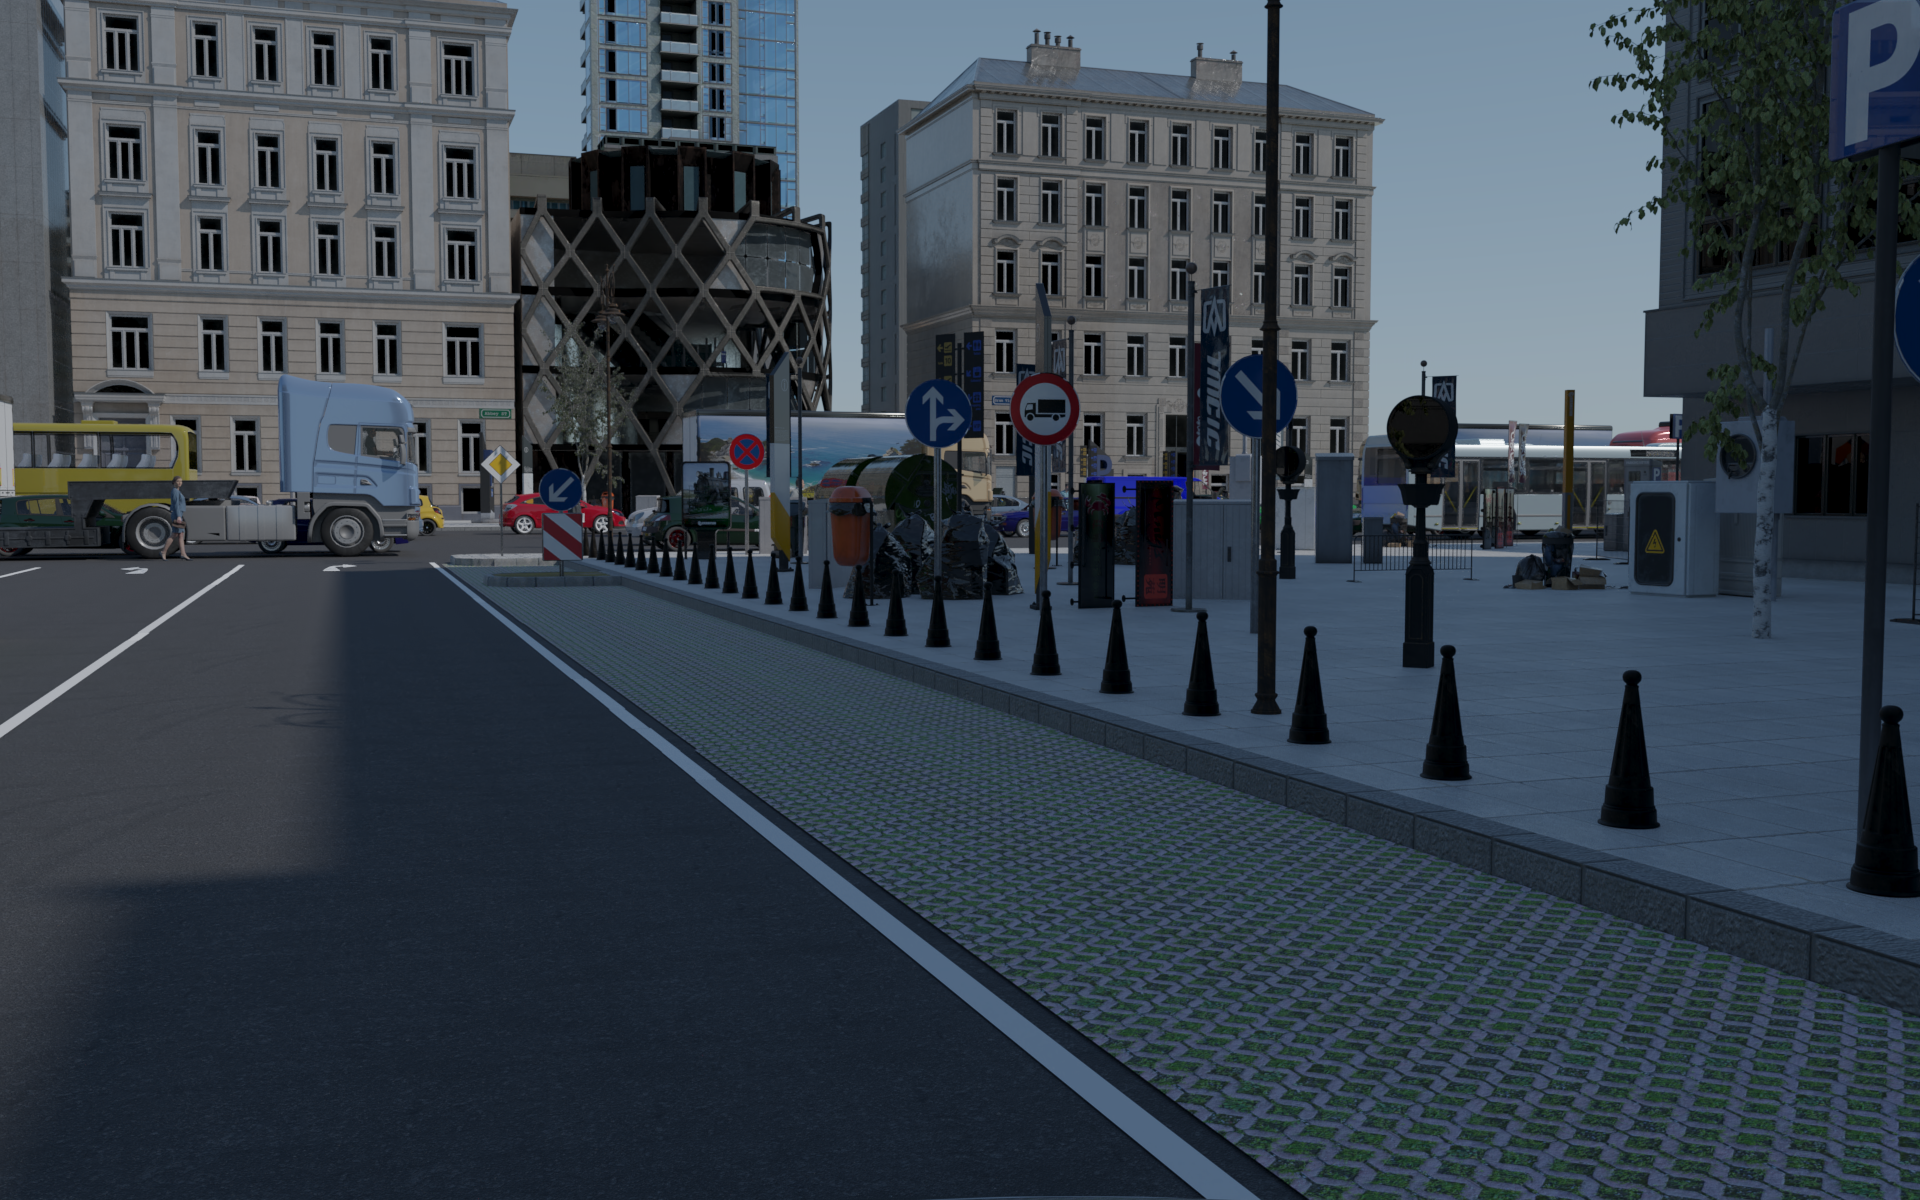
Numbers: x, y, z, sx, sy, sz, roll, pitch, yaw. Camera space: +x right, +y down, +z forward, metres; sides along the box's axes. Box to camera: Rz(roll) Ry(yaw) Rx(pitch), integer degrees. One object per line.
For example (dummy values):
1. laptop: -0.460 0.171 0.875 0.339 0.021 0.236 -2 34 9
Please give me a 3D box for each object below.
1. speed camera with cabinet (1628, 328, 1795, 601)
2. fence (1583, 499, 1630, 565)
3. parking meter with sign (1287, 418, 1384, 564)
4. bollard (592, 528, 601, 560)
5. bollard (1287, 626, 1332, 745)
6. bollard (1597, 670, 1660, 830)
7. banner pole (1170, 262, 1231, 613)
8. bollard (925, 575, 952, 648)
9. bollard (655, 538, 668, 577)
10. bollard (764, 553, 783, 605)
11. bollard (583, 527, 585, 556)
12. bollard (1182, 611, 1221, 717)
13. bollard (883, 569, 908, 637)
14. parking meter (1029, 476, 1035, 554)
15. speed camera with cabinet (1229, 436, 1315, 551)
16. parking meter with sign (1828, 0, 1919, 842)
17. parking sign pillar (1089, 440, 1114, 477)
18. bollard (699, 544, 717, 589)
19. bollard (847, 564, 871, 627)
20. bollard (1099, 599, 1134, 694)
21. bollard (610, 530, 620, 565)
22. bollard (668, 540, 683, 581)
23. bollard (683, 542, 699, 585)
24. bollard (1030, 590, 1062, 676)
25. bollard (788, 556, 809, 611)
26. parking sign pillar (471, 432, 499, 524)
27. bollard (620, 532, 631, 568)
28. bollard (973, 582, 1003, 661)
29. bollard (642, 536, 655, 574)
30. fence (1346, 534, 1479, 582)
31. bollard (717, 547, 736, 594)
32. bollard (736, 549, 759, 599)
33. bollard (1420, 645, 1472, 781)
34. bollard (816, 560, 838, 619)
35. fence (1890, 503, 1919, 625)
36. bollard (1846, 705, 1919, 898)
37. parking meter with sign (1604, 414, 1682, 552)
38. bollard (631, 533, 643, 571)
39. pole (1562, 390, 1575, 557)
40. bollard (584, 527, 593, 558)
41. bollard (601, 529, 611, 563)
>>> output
1. speed camera with cabinet: 9.216 -1.651 21.322 0.660 3.252 2.038 -2 4 -24
2. fence: 12.264 -1.305 32.548 0.480 1.192 2.264 0 4 5
3. parking meter with sign: 6.941 -2.190 32.065 1.738 3.016 0.543 1 4 8
4. bollard: -6.959 -1.076 33.638 0.229 0.601 0.229 0 3 0
5. bollard: 1.808 0.434 8.952 0.229 0.601 0.229 0 3 0
6. bollard: 2.599 0.571 6.713 0.229 0.601 0.229 0 3 0
7. banner pole: 2.622 -1.749 18.617 0.401 3.779 0.863 -2 4 -32
8. bollard: -0.184 0.091 14.553 0.229 0.601 0.229 0 3 0
9. bollard: -4.565 -0.664 26.899 0.229 0.601 0.229 0 3 0
10. bollard: -2.169 -0.251 20.150 0.229 0.601 0.229 0 3 0
11. bollard: -7.752 -1.213 35.876 0.229 0.601 0.229 0 3 0
12. bollard: 1.406 0.365 10.069 0.229 0.601 0.229 0 3 0
13. bollard: -0.581 0.022 15.676 0.229 0.601 0.229 0 3 0
14. parking meter: 1.655 -1.916 37.041 0.255 1.863 0.399 2 4 28
15. speed camera with cabinet: 7.267 -2.784 39.857 2.038 3.252 0.660 2 4 25
16. parking meter with sign: 4.035 -0.606 6.175 1.738 3.016 0.543 -1 4 -8
17. parking sign pillar: 7.011 -5.967 86.028 1.447 3.967 1.447 -2 4 -34
18. bollard: -3.371 -0.458 23.537 0.229 0.601 0.229 0 3 0
19. bollard: -0.980 -0.046 16.793 0.229 0.601 0.229 0 3 0
20. bollard: 1.013 0.297 11.189 0.229 0.601 0.229 0 3 0
21. bollard: -6.160 -0.938 31.386 0.229 0.601 0.229 0 3 0
22. bollard: -4.168 -0.596 25.780 0.229 0.601 0.229 0 3 0
23. bollard: -3.769 -0.527 24.655 0.229 0.601 0.229 0 3 0
24. bollard: 0.612 0.228 12.306 0.229 0.601 0.229 0 3 0
25. bollard: -1.773 -0.183 19.031 0.229 0.601 0.229 0 3 0
26. parking sign pillar: -20.762 -5.356 76.037 1.447 3.967 1.447 0 4 -7
27. bollard: -5.763 -0.870 30.267 0.229 0.601 0.229 0 3 0
28. bollard: 0.217 0.160 13.426 0.229 0.601 0.229 0 3 0
29. bollard: -4.963 -0.733 28.023 0.229 0.601 0.229 0 3 0
30. fence: 6.689 -0.622 25.537 2.069 0.683 0.278 -1 4 -17
31. bollard: -2.975 -0.390 22.413 0.229 0.601 0.229 0 3 0
32. bollard: -2.577 -0.320 21.280 0.229 0.601 0.229 0 3 0
33. bollard: 2.202 0.502 7.832 0.229 0.601 0.229 0 3 0
34. bollard: -1.377 -0.114 17.912 0.229 0.601 0.229 0 3 0
35. fence: 10.499 -0.371 17.265 2.264 1.192 0.480 0 4 -6
36. bollard: 2.997 0.639 5.591 0.229 0.601 0.229 0 3 0
37. parking meter with sign: 15.115 -2.573 38.331 0.543 3.016 1.738 -2 4 -35
38. bollard: -5.363 -0.802 29.149 0.229 0.601 0.229 0 3 0
39. pole: 11.909 -2.451 33.917 0.158 3.312 0.155 0 3 0
40. bollard: -7.358 -1.145 34.756 0.229 0.601 0.229 0 3 0
41. bollard: -6.557 -1.007 32.505 0.229 0.601 0.229 0 3 0
